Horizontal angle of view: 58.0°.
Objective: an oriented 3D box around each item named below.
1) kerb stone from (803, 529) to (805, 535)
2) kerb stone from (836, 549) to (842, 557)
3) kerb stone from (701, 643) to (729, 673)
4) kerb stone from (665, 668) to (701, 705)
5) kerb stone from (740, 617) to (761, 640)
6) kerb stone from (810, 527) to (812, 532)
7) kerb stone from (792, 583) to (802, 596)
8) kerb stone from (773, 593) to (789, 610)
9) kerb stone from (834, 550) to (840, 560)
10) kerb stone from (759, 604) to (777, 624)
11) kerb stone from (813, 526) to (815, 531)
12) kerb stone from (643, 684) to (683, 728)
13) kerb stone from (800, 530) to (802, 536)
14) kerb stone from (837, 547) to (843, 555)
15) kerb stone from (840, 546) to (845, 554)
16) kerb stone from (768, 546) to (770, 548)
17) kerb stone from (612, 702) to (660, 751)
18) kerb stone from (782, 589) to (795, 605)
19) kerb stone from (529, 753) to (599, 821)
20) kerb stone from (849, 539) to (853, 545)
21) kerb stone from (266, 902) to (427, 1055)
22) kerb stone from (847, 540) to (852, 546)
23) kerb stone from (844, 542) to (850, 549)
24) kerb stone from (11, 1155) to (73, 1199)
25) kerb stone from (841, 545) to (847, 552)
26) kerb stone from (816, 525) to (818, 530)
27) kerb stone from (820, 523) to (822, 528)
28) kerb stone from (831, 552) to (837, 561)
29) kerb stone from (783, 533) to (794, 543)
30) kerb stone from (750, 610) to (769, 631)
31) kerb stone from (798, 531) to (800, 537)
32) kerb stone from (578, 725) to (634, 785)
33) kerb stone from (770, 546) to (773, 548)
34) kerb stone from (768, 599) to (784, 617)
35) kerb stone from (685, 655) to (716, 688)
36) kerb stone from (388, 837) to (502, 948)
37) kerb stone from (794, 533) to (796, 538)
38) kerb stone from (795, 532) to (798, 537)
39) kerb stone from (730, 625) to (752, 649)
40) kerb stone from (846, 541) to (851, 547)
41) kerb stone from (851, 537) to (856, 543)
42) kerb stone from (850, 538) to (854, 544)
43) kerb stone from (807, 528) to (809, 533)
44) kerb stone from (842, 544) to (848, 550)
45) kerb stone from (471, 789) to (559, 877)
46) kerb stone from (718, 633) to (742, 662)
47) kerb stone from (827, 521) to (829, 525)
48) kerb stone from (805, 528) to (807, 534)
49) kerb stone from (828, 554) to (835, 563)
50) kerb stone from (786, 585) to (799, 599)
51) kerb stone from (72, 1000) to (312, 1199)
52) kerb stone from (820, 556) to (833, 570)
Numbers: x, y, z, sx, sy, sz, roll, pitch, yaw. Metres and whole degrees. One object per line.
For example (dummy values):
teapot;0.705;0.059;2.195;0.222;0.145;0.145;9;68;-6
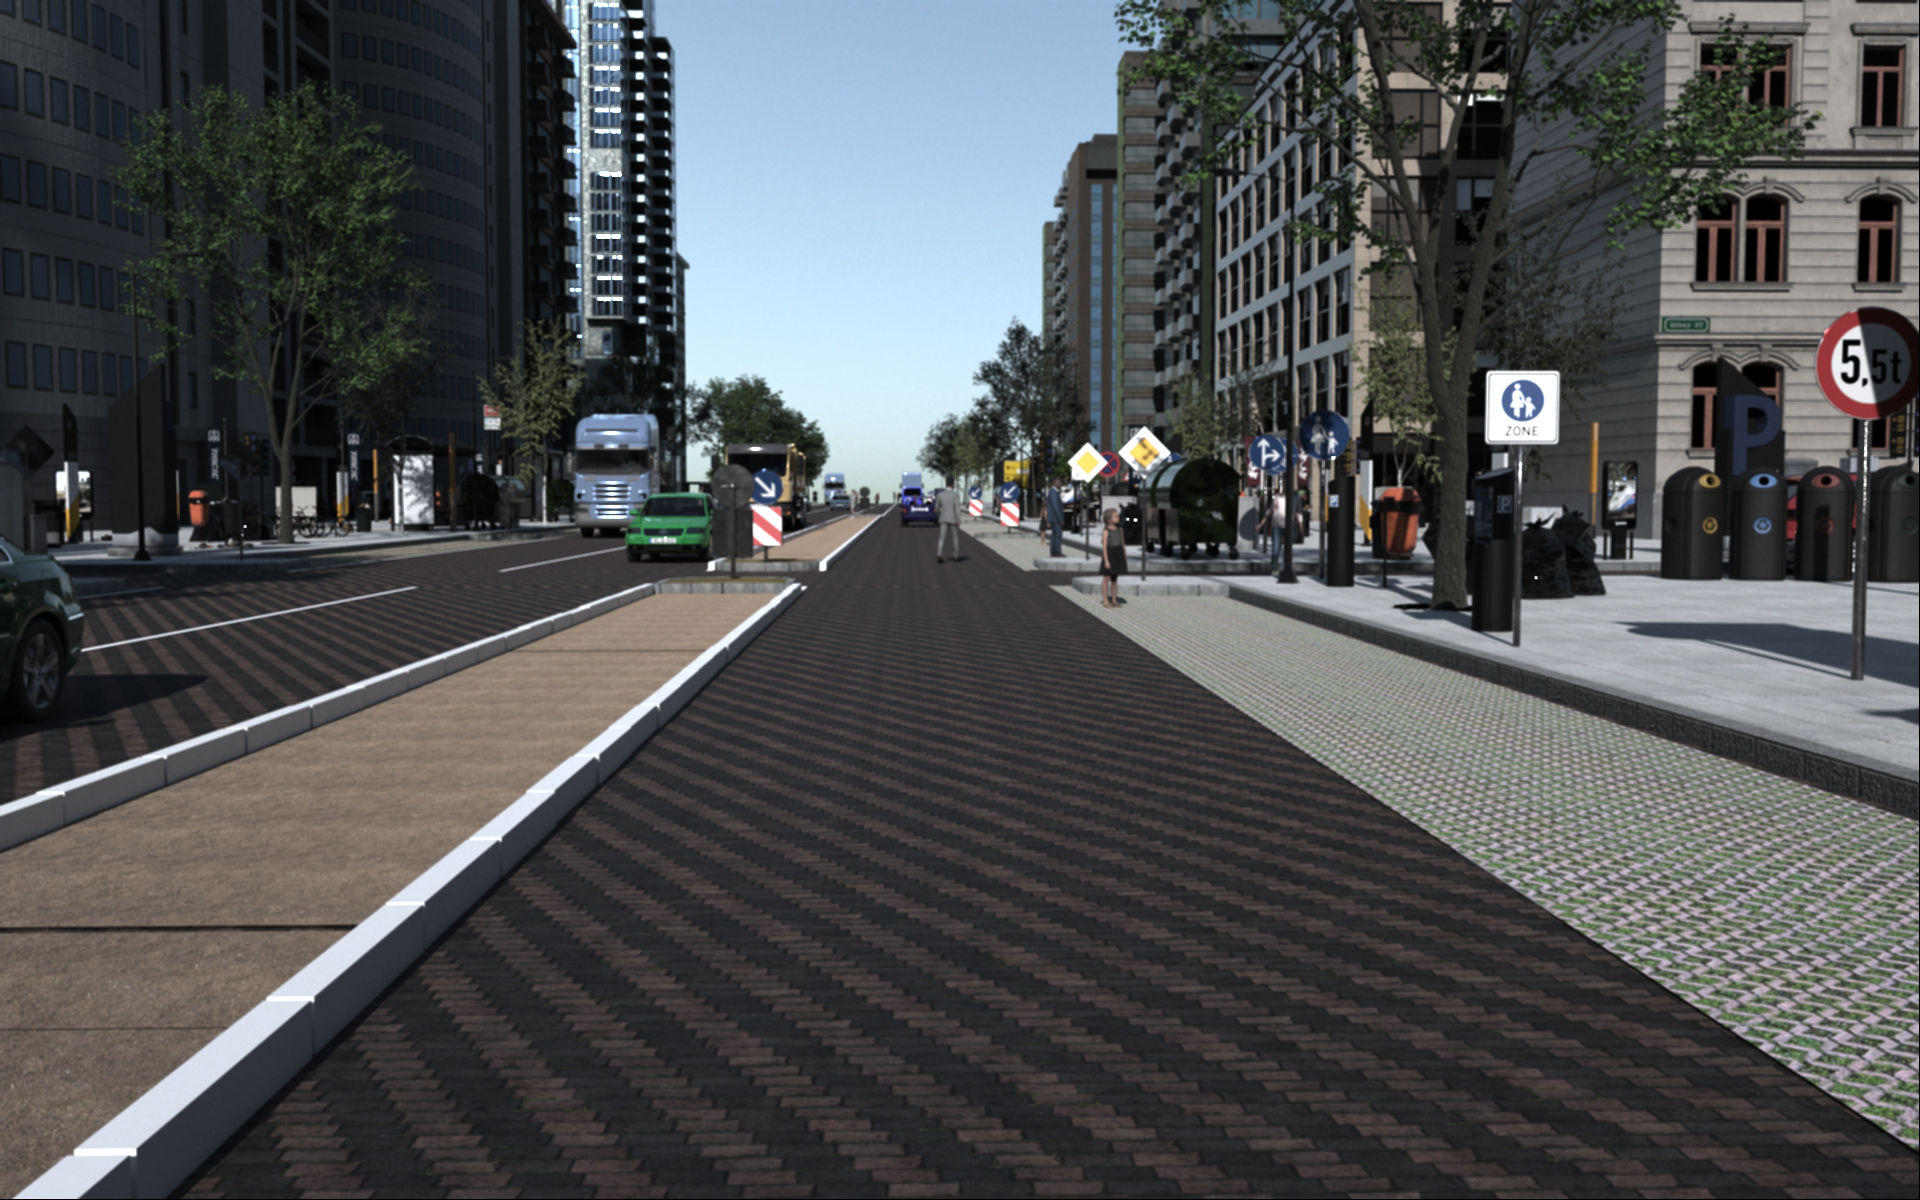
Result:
kerb stone;-5.517;-2.296;59.742;0.120;0.150;1.000;0;4;-2
kerb stone;-2.750;-0.981;38.227;0.120;0.150;1.000;0;4;-2
kerb stone;-2.020;0.492;14.148;0.120;0.150;1.000;0;4;-2
kerb stone;-1.946;0.618;12.098;0.120;0.150;1.000;0;4;-2
kerb stone;-2.108;0.305;17.234;0.120;0.150;1.000;0;4;-2
kerb stone;-5.646;-2.547;63.833;0.120;0.150;1.000;0;4;-2
kerb stone;-2.324;-0.134;24.404;0.120;0.150;1.000;0;4;-2
kerb stone;-2.232;0.053;21.328;0.120;0.150;1.000;0;4;-2
kerb stone;-2.718;-0.918;37.200;0.120;0.150;1.000;0;4;-2
kerb stone;-2.169;0.178;19.279;0.120;0.150;1.000;0;4;-2
kerb stone;-5.710;-2.670;65.876;0.120;0.150;1.000;0;4;-2
kerb stone;-1.911;0.680;11.076;0.120;0.150;1.000;0;4;-2
kerb stone;-5.441;-2.169;57.691;0.120;0.150;1.000;0;4;-2
kerb stone;-2.782;-1.043;39.250;0.120;0.150;1.000;0;4;-2
kerb stone;-2.816;-1.106;40.277;0.120;0.150;1.000;0;4;-2
kerb stone;-5.037;-1.356;44.368;0.120;0.150;1.000;0;4;-2
kerb stone;-1.890;0.744;10.048;0.120;0.150;1.000;0;4;-2
kerb stone;-2.258;-0.003;22.351;0.120;0.150;1.000;0;4;-2
kerb stone;-1.829;0.869;7.986;0.120;0.150;1.000;0;4;-2
kerb stone;-3.004;-1.481;46.415;0.120;0.150;1.000;0;4;-2
kerb stone;-1.722;1.057;4.918;0.120;0.150;1.000;0;4;-2
kerb stone;-2.973;-1.419;45.393;0.120;0.150;1.000;0;4;-2
kerb stone;-2.905;-1.293;43.343;0.120;0.150;1.000;0;4;-2
kerb stone;-1.659;1.184;2.872;0.120;0.150;1.000;0;4;-2
kerb stone;-2.843;-1.168;41.299;0.120;0.150;1.000;0;4;-2
kerb stone;-5.765;-2.796;67.922;0.120;0.150;1.000;0;4;-2
kerb stone;-5.862;-2.985;71.001;0.120;0.150;1.000;0;4;-2
kerb stone;-2.695;-0.855;36.179;0.120;0.150;1.000;0;4;-2
kerb stone;-5.323;-1.921;53.596;0.120;0.150;1.000;0;4;-2
kerb stone;-2.138;0.241;18.256;0.120;0.150;1.000;0;4;-2
kerb stone;-5.415;-2.108;56.666;0.120;0.150;1.000;0;4;-2
kerb stone;-1.851;0.806;9.021;0.120;0.150;1.000;0;4;-2
kerb stone;-5.080;-1.418;45.399;0.120;0.150;1.000;0;4;-2
kerb stone;-2.192;0.121;20.307;0.120;0.150;1.000;0;4;-2
kerb stone;-1.983;0.555;13.119;0.120;0.150;1.000;0;4;-2
kerb stone;-1.757;0.994;5.940;0.120;0.150;1.000;0;4;-2
kerb stone;-5.354;-1.979;54.623;0.120;0.150;1.000;0;4;-2
kerb stone;-5.388;-2.046;55.644;0.120;0.150;1.000;0;4;-2
kerb stone;-2.076;0.366;16.207;0.120;0.150;1.000;0;4;-2
kerb stone;-2.942;-1.356;44.365;0.120;0.150;1.000;0;4;-2
kerb stone;-3.066;-1.607;48.466;0.120;0.150;1.000;0;4;-2
kerb stone;-3.035;-1.544;47.436;0.120;0.150;1.000;0;4;-2
kerb stone;-5.577;-2.415;61.791;0.120;0.150;1.000;0;4;-2
kerb stone;-2.879;-1.226;42.320;0.120;0.150;1.000;0;4;-2
kerb stone;-1.786;0.932;6.965;0.120;0.150;1.000;0;4;-2
kerb stone;-2.040;0.430;15.170;0.120;0.150;1.000;0;4;-2
kerb stone;-6.044;-3.362;77.157;0.120;0.150;1.000;0;4;-2
kerb stone;-5.548;-2.359;60.769;0.120;0.150;1.000;0;4;-2
kerb stone;-2.666;-0.789;35.157;0.120;0.150;1.000;0;4;-2
kerb stone;-2.296;-0.070;23.372;0.120;0.150;1.000;0;4;-2
kerb stone;-1.689;1.119;3.893;0.120;0.150;1.000;0;4;-2
kerb stone;-2.627;-0.730;34.136;0.120;0.150;1.000;0;4;-2
